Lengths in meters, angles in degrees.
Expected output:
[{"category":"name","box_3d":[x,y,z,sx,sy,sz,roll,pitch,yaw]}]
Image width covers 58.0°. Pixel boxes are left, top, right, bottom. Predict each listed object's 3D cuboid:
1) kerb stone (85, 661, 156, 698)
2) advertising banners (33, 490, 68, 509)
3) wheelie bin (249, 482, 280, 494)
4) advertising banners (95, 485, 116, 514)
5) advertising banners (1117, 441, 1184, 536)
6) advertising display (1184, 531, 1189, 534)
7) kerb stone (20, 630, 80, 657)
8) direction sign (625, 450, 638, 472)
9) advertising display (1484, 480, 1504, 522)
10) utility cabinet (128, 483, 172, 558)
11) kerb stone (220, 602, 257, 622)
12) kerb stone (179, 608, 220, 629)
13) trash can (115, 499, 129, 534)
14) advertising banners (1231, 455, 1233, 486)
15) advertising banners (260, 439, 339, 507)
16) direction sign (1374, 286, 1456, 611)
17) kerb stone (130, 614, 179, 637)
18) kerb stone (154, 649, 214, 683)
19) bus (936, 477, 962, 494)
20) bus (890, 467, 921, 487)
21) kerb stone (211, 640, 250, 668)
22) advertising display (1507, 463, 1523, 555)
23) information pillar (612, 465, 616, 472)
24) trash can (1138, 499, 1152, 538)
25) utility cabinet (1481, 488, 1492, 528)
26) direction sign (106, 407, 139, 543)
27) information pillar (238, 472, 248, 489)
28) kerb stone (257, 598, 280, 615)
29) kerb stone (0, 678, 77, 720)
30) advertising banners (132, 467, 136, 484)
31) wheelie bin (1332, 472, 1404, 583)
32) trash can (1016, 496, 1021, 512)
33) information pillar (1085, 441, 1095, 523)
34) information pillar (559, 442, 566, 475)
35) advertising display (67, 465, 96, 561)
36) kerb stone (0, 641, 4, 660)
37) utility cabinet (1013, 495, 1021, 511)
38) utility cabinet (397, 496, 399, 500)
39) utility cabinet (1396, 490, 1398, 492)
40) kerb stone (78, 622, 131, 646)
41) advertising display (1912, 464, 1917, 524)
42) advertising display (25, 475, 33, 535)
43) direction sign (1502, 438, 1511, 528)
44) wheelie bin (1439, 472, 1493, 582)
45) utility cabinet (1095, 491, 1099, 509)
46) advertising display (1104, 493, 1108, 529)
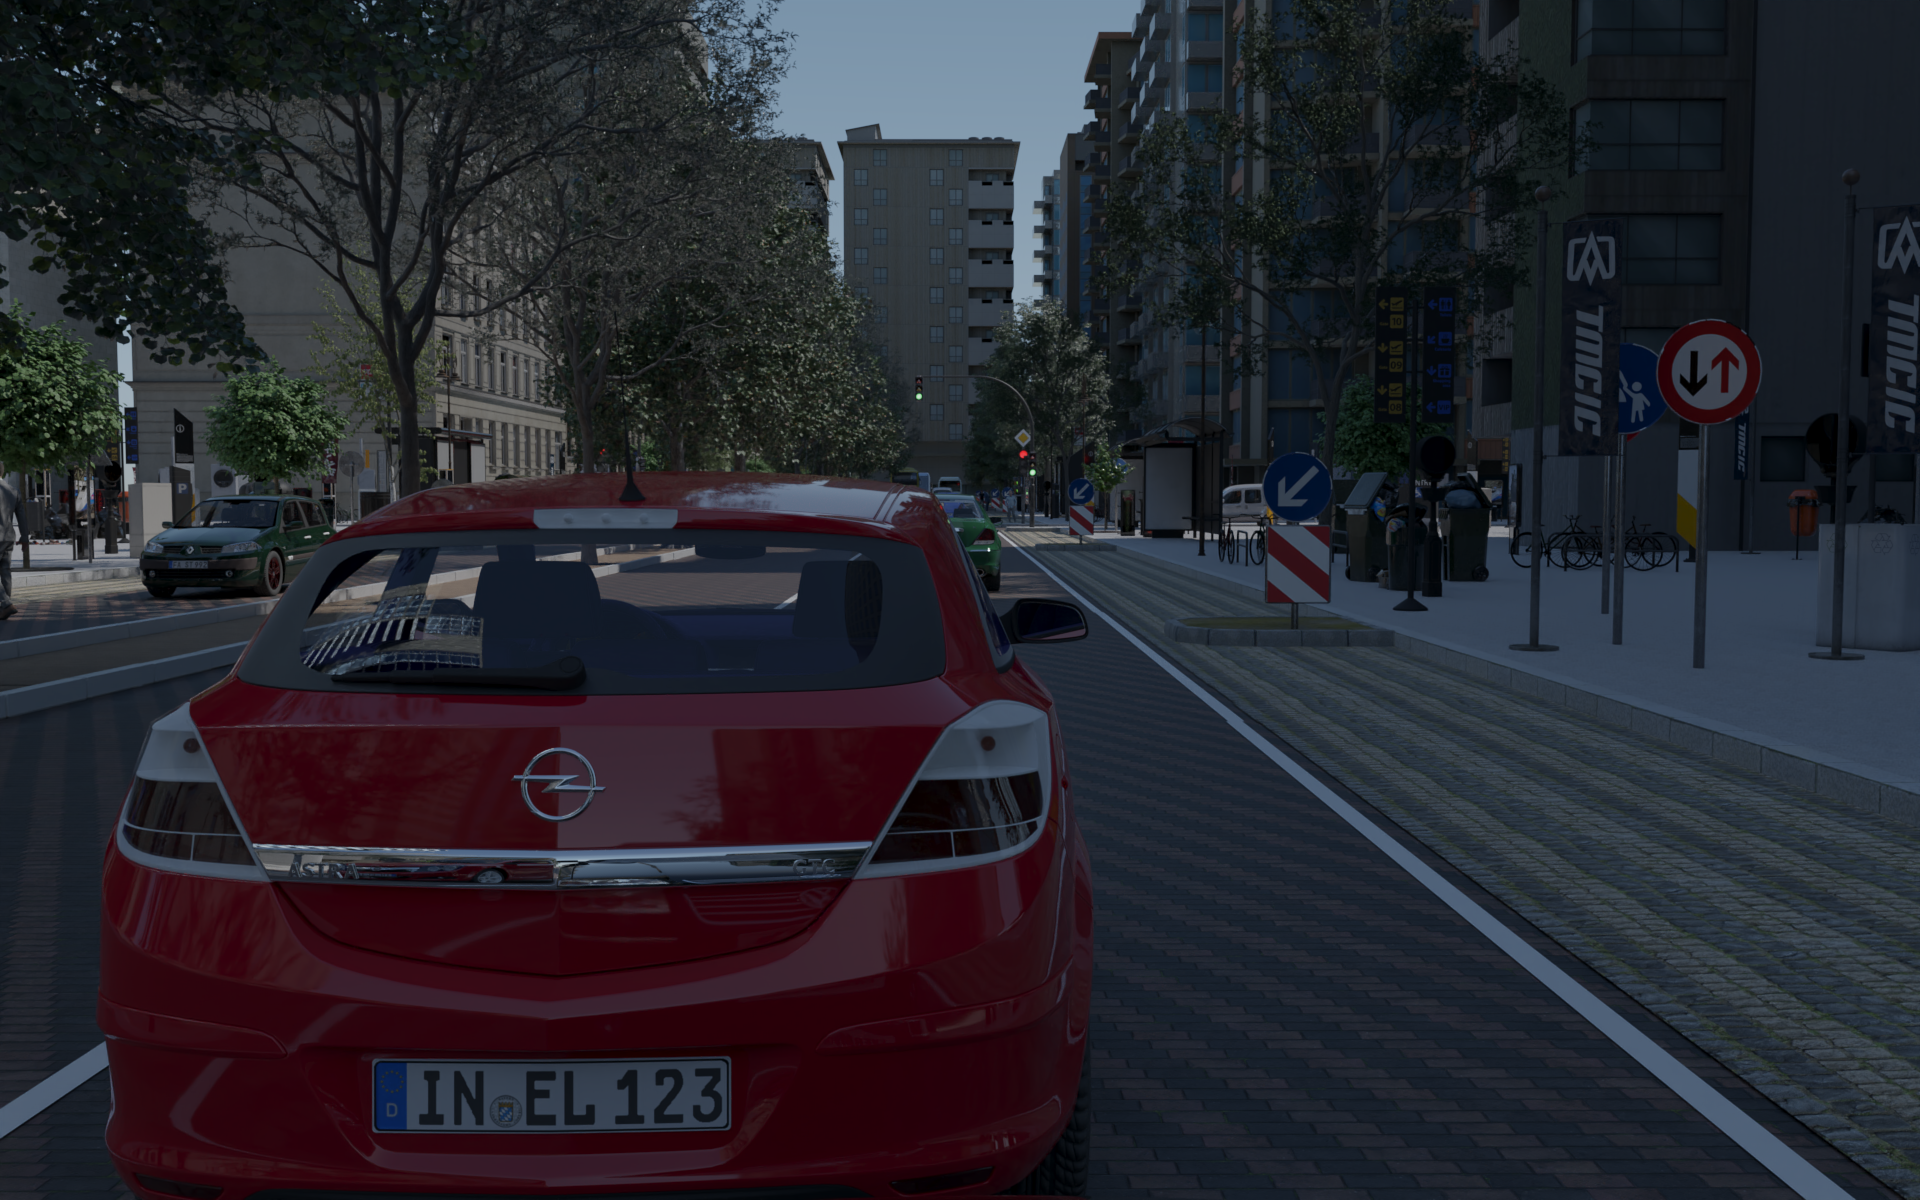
[{"category":"kerb stone","box_3d":[-6.165,0.586,12.616,0.120,0.150,1.000,0,4,0]},{"category":"advertising banners","box_3d":[-32.860,-4.123,63.604,2.074,3.025,0.090,-2,4,-32]},{"category":"wheelie bin","box_3d":[-18.144,-2.287,45.292,0.980,1.594,0.693,-1,4,-22]},{"category":"advertising banners","box_3d":[-27.766,-3.647,55.809,0.090,3.025,2.074,0,4,8]},{"category":"advertising banners","box_3d":[5.847,-3.472,52.959,2.074,3.025,0.090,0,4,-8]},{"category":"advertising display","box_3d":[7.102,-3.086,55.664,0.123,1.923,0.974,-2,4,-27]},{"category":"kerb stone","box_3d":[-8.278,0.401,15.635,0.120,0.150,1.000,0,4,0]},{"category":"direction sign","box_3d":[-16.846,-5.920,88.796,0.876,3.537,0.379,2,4,31]},{"category":"advertising display","box_3d":[24.823,-4.607,80.544,0.123,1.923,0.974,-3,5,-39]},{"category":"utility cabinet","box_3d":[-16.299,-1.601,34.862,0.318,1.500,1.173,0,4,2]},{"category":"kerb stone","box_3d":[-8.299,0.151,19.736,0.120,0.150,1.000,0,4,0]},{"category":"kerb stone","box_3d":[-8.298,0.213,18.714,0.120,0.150,1.000,0,4,0]},{"category":"trash can","box_3d":[-26.520,-2.663,55.195,0.748,1.137,0.748,0,3,0]},{"category":"advertising banners","box_3d":[12.231,-4.977,77.562,0.090,3.025,2.074,1,4,13]},{"category":"advertising banners","box_3d":[-16.644,-2.911,43.776,2.074,3.025,0.090,0,4,1]},{"category":"direction sign","box_3d":[4.971,-1.652,19.001,0.876,3.537,0.379,0,4,-2]},{"category":"kerb stone","box_3d":[-8.289,0.276,17.682,0.120,0.150,1.000,0,4,0]},{"category":"kerb stone","box_3d":[-6.171,0.529,13.641,0.120,0.150,1.000,0,4,0]},{"category":"bus","box_3d":[-1.179,-12.210,194.492,2.948,3.499,13.247,0,4,-1]},{"category":"bus","box_3d":[-5.020,-10.253,159.185,2.896,3.916,12.252,0,4,-1]},{"category":"kerb stone","box_3d":[-6.187,0.465,14.669,0.120,0.150,1.000,0,4,0]},{"category":"advertising display","box_3d":[11.759,-1.927,36.719,0.123,1.923,0.974,0,4,7]},{"category":"information pillar","box_3d":[-18.852,-6.289,94.179,0.183,3.616,0.504,1,4,23]},{"category":"trash can","box_3d":[5.639,-2.422,51.246,0.748,1.137,0.748,0,3,0]},{"category":"utility cabinet","box_3d":[19.117,-3.393,64.159,1.173,1.500,0.318,-1,4,-22]},{"category":"direction sign","box_3d":[-21.818,-3.250,45.140,0.876,3.537,0.379,0,4,4]},{"category":"information pillar","box_3d":[-31.244,-5.156,75.653,0.504,3.616,0.183,-2,4,-25]},{"category":"kerb stone","box_3d":[-8.303,0.090,20.760,0.120,0.150,1.000,0,4,0]},{"category":"kerb stone","box_3d":[-6.155,0.649,11.586,0.120,0.150,1.000,0,4,0]},{"category":"advertising banners","box_3d":[-53.209,-7.130,112.759,0.090,3.025,2.074,1,4,10]},{"category":"wheelie bin","box_3d":[6.072,-1.071,25.426,0.693,1.594,0.980,-1,4,-19]},{"category":"trash can","box_3d":[4.461,-7.041,126.768,0.748,1.137,0.748,0,3,0]},{"category":"information pillar","box_3d":[5.762,-5.245,77.105,0.504,3.616,0.183,2,4,27]},{"category":"information pillar","box_3d":[-17.966,-5.322,78.371,0.183,3.616,0.504,1,4,10]},{"category":"advertising display","box_3d":[-17.101,-1.745,33.747,0.123,1.923,0.974,0,4,-5]},{"category":"kerb stone","box_3d":[-8.282,0.464,14.613,0.120,0.150,1.000,0,4,0]},{"category":"utility cabinet","box_3d":[4.456,-7.427,132.600,1.020,1.237,0.306,2,4,27]},{"category":"utility cabinet","box_3d":[-40.419,-6.939,124.621,1.020,1.237,0.306,2,4,27]},{"category":"utility cabinet","box_3d":[20.008,-4.336,79.574,1.173,1.500,0.318,2,4,33]},{"category":"kerb stone","box_3d":[-8.294,0.339,16.660,0.120,0.150,1.000,0,4,0]},{"category":"advertising display","box_3d":[20.722,-1.924,36.676,0.974,1.923,0.123,1,4,14]},{"category":"advertising display","box_3d":[-29.220,-3.003,54.319,0.123,1.923,0.974,-3,4,-37]},{"category":"direction sign","box_3d":[20.876,-4.508,65.710,0.379,3.537,0.876,-2,4,-27]},{"category":"wheelie bin","box_3d":[7.434,-1.078,25.534,0.693,1.594,0.980,0,4,1]},{"category":"utility cabinet","box_3d":[9.339,-6.984,122.872,1.173,1.500,0.318,-1,4,-14]},{"category":"advertising display","box_3d":[5.362,-3.564,63.482,0.123,1.923,0.974,0,4,4]}]
